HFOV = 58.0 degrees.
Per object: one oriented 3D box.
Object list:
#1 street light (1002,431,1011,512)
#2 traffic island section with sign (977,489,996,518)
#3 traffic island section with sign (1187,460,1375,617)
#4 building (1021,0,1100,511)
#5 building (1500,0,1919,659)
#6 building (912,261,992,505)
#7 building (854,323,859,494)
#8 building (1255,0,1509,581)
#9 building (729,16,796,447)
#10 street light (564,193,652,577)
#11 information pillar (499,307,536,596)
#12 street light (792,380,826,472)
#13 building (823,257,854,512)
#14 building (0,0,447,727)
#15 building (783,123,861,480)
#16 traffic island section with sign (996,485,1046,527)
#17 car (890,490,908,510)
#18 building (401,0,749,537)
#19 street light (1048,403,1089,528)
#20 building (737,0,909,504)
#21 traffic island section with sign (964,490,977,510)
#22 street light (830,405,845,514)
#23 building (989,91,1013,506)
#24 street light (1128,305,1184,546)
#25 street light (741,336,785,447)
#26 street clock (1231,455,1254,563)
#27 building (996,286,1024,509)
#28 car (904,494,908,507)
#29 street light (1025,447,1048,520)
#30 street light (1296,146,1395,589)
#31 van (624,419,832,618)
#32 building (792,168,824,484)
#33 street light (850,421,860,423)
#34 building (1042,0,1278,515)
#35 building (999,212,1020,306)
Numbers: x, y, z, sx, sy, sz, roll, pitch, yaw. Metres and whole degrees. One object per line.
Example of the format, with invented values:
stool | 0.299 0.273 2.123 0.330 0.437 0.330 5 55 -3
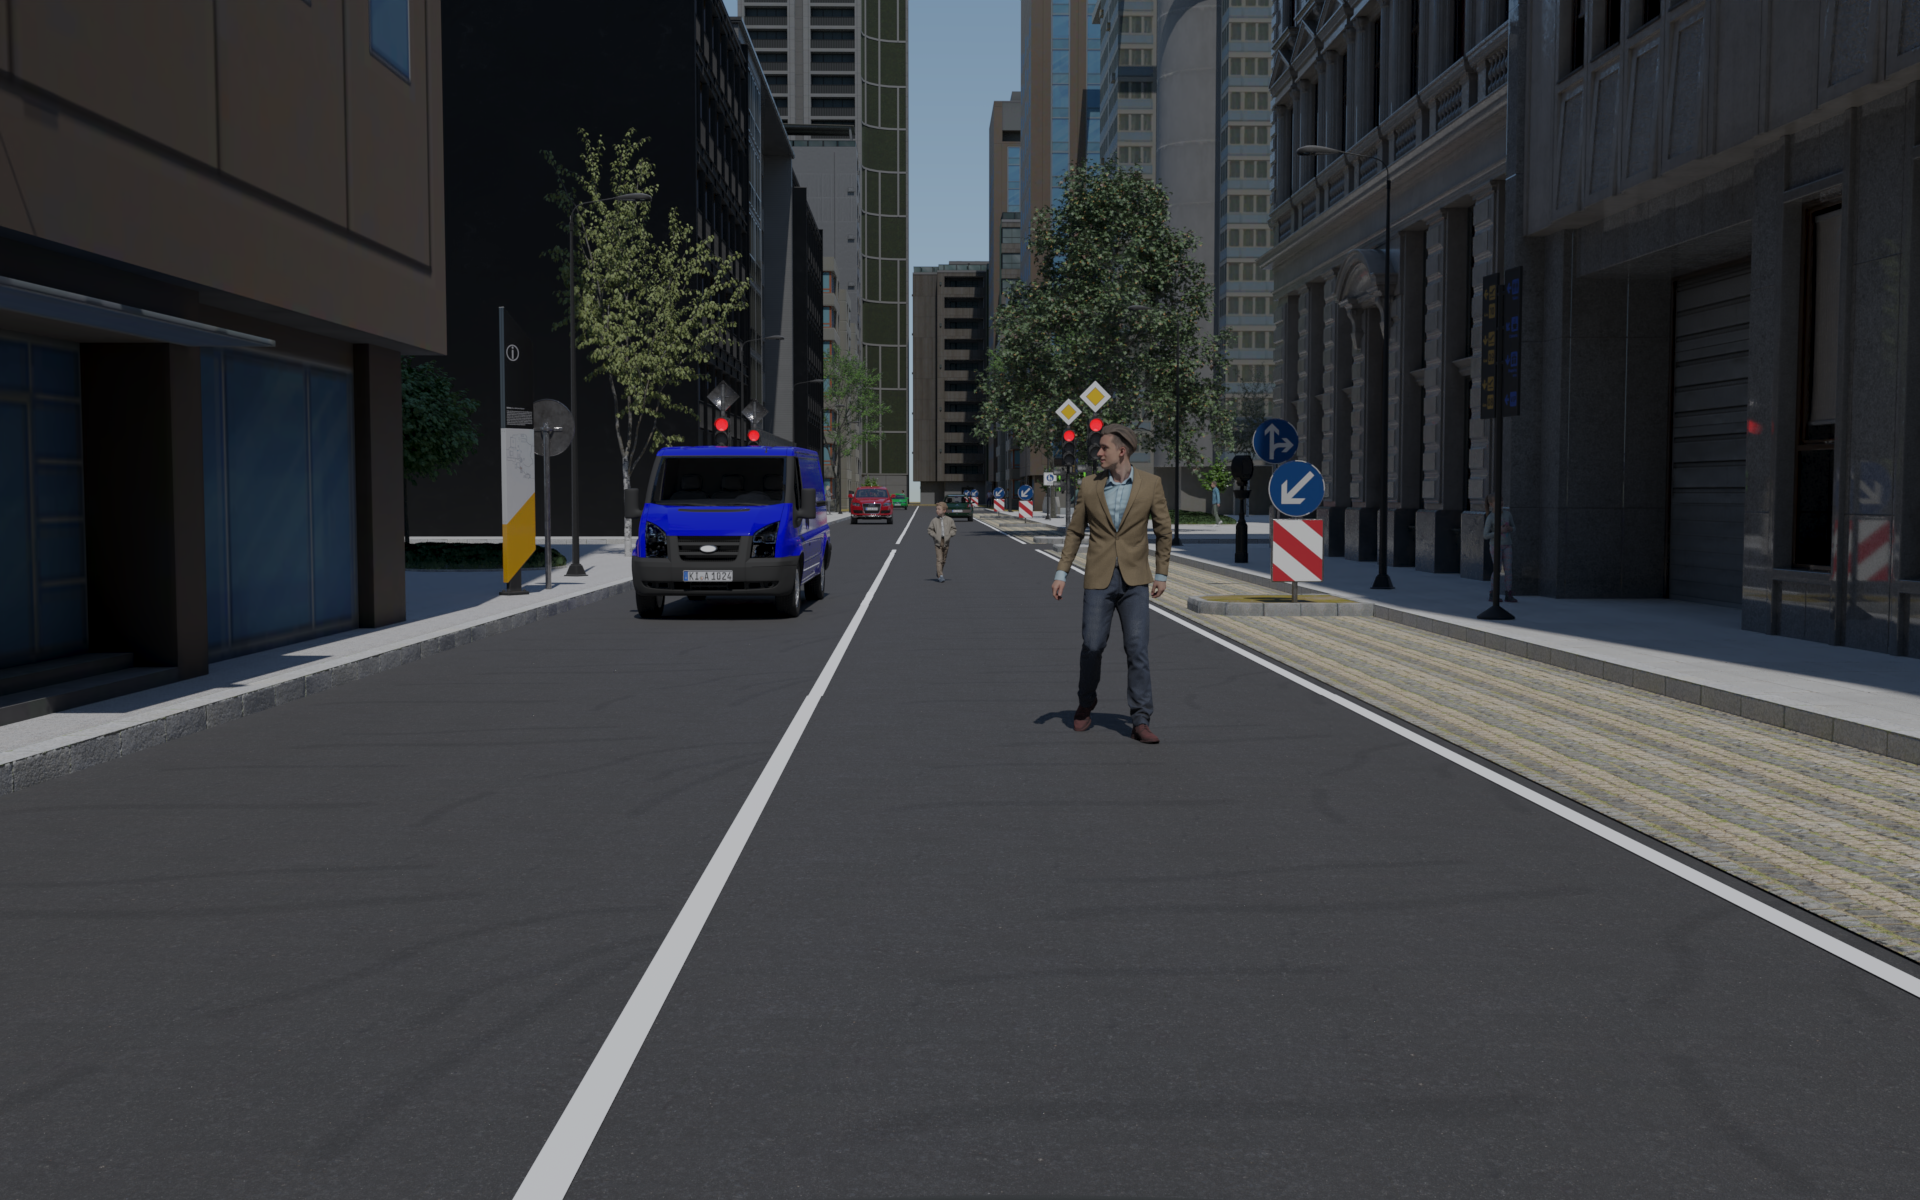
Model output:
street light | 3.507 -8.159 105.934 1.470 5.913 1.316 0 4 -1
traffic island section with sign | 2.173 -5.750 102.647 1.989 1.847 2.006 0 4 -1
traffic island section with sign | 3.825 -0.761 21.071 1.989 1.847 2.006 0 4 -1
building | 12.005 -29.689 135.523 14.600 45.320 14.200 0 4 -1
building | 13.093 -11.841 11.627 12.078 24.808 19.932 0 4 -1
building | 0.950 -27.276 217.655 14.107 30.474 14.160 0 4 -1
building | -24.269 -19.838 169.384 27.650 21.520 28.899 0 4 -1
building | 12.358 -12.396 31.557 11.050 23.489 19.941 0 4 -1
building | -16.072 -16.131 82.804 14.314 24.678 30.058 0 4 -1
street light | -5.457 -3.324 26.889 1.470 5.913 1.316 0 4 -1
information pillar | -5.620 -1.873 21.970 0.183 3.616 0.504 2 4 34
street light | -6.231 -5.987 70.436 1.470 5.913 1.316 0 4 -1
building | -23.282 -18.074 140.553 27.650 21.520 28.899 0 4 -1
building | -12.015 -21.970 9.314 14.600 45.320 14.200 0 4 -1
building | -18.143 -31.210 193.877 14.086 41.232 14.154 0 4 -1
traffic island section with sign | 2.720 -4.102 75.697 1.989 1.847 2.006 0 4 -1
car | -5.676 -9.084 157.326 1.959 1.807 4.718 0 4 -2
building | -14.156 -14.037 59.188 12.332 23.373 15.834 0 4 -1
street light | 4.253 -5.717 66.016 1.470 5.913 1.316 0 4 -1
building | -16.824 -47.780 219.460 20.611 71.187 20.563 0 4 -1
traffic island section with sign | 1.151 -8.839 153.153 1.989 1.847 2.006 0 4 -1
street light | -6.667 -7.182 89.965 1.470 5.913 1.316 0 4 -1
building | 10.385 -33.255 193.823 14.600 45.320 14.200 0 4 -1
street light | 4.833 -4.298 42.806 1.470 5.913 1.316 0 4 -1
street light | -5.843 -4.793 50.906 1.470 5.913 1.316 0 4 -1
street clock | 5.244 -1.690 32.209 0.358 2.002 0.471 3 4 38
building | 17.721 -19.161 158.316 27.650 21.520 28.899 0 4 -1
car | -6.662 -10.874 189.587 2.131 1.459 4.920 0 4 1
street light | 3.853 -6.964 86.403 1.470 5.913 1.316 0 4 -1
street light | 5.184 -3.103 23.275 1.470 5.913 1.316 0 4 -1
van | -2.793 -1.070 21.878 2.240 2.365 5.245 0 4 0
building | -14.963 -16.887 105.774 12.332 23.373 15.834 0 4 -1
street light | -7.107 -8.443 110.579 1.470 5.913 1.316 0 4 -1
building | 22.054 -25.827 114.150 32.217 40.220 23.993 0 4 -1
building | 11.005 -24.934 179.375 14.160 30.474 14.107 0 4 -1
